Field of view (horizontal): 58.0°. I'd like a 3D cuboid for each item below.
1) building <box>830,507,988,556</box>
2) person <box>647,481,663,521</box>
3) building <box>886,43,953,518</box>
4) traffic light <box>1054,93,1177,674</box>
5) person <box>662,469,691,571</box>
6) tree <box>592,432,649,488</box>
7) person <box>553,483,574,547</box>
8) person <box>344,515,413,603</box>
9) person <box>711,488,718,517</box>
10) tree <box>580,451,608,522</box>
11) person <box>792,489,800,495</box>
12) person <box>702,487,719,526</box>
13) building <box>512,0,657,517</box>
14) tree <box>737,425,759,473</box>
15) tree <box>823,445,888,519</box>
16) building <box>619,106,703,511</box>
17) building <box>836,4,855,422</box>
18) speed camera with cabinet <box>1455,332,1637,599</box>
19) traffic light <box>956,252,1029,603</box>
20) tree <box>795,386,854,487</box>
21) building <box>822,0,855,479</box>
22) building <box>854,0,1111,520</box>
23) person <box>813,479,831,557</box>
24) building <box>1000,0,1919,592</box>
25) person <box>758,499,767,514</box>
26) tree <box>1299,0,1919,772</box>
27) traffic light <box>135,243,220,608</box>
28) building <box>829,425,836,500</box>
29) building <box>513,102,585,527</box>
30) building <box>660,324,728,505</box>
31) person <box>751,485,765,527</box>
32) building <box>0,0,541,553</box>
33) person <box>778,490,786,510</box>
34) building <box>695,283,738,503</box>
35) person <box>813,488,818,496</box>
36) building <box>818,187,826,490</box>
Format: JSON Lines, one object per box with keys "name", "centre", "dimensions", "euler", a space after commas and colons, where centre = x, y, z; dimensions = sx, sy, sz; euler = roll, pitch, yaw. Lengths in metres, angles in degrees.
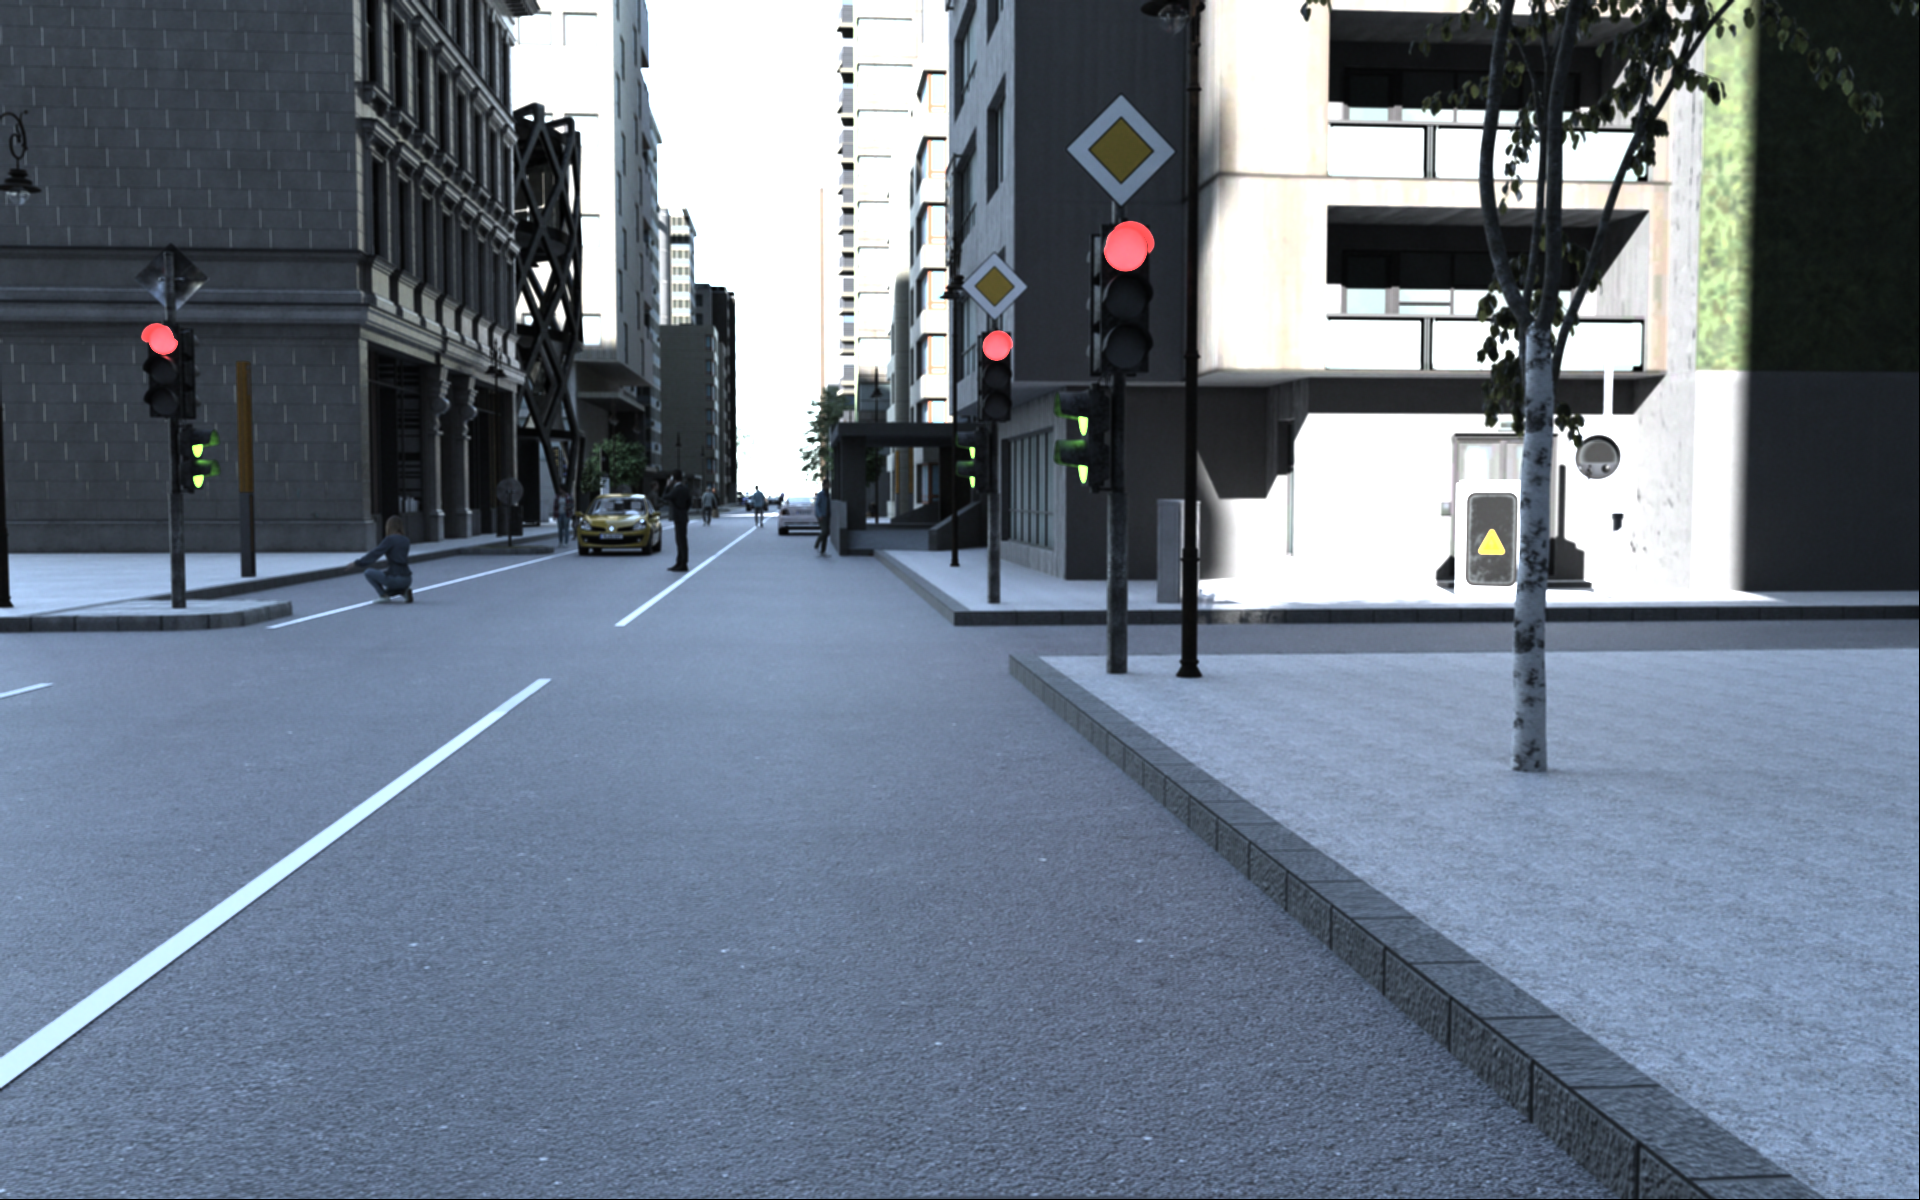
{"name": "building", "centre": [12.608, -21.747, 47.437], "dimensions": [32.217, 40.220, 23.993], "euler": [0, 4, -5]}
{"name": "person", "centre": [-7.830, -2.174, 44.601], "dimensions": [0.362, 1.759, 0.519], "euler": [-2, 4, -32]}
{"name": "building", "centre": [11.028, -14.517, 82.389], "dimensions": [27.650, 21.520, 28.899], "euler": [0, 4, -5]}
{"name": "traffic light", "centre": [1.107, -1.431, 12.317], "dimensions": [0.839, 4.253, 0.868], "euler": [0, 4, -5]}
{"name": "person", "centre": [-5.274, -1.488, 32.187], "dimensions": [0.474, 1.900, 0.648], "euler": [0, 4, 2]}
{"name": "tree", "centre": [-17.978, -6.570, 91.133], "dimensions": [4.285, 4.588, 4.351], "euler": [0, 3, 0]}
{"name": "person", "centre": [-10.733, -2.300, 46.939], "dimensions": [0.563, 1.720, 0.643], "euler": [0, 4, 5]}
{"name": "person", "centre": [-7.606, -0.538, 22.787], "dimensions": [0.738, 1.151, 1.012], "euler": [2, 4, 32]}
{"name": "person", "centre": [-15.704, -6.232, 110.524], "dimensions": [0.705, 1.807, 1.348], "euler": [1, 4, 14]}
{"name": "tree", "centre": [-16.727, -5.122, 78.350], "dimensions": [1.663, 3.219, 1.824], "euler": [0, 3, 0]}
{"name": "person", "centre": [-12.281, -7.421, 129.918], "dimensions": [1.350, 1.814, 0.705], "euler": [1, 4, 9]}
{"name": "person", "centre": [-11.297, -4.243, 78.364], "dimensions": [0.782, 1.767, 0.515], "euler": [-2, 4, -26]}
{"name": "building", "centre": [-33.382, -31.591, 105.744], "dimensions": [28.713, 52.752, 27.495], "euler": [0, 4, -5]}
{"name": "tree", "centre": [-32.942, -19.892, 250.986], "dimensions": [9.928, 11.665, 9.643], "euler": [0, 3, 0]}
{"name": "tree", "centre": [-5.370, -6.407, 88.467], "dimensions": [4.285, 4.588, 4.351], "euler": [0, 3, 0]}
{"name": "building", "centre": [-39.945, -28.372, 155.766], "dimensions": [32.217, 40.220, 23.993], "euler": [0, 4, -5]}
{"name": "building", "centre": [2.252, -28.804, 125.571], "dimensions": [22.147, 44.769, 28.867], "euler": [0, 4, -5]}
{"name": "speed camera with cabinet", "centre": [7.240, -1.657, 21.434], "dimensions": [2.038, 3.252, 0.660], "euler": [2, 4, 32]}
{"name": "traffic light", "centre": [0.379, -1.917, 20.269], "dimensions": [0.839, 4.253, 0.868], "euler": [0, 4, -5]}
{"name": "tree", "centre": [-13.315, -16.100, 181.367], "dimensions": [7.486, 12.596, 7.792], "euler": [0, 3, 0]}
{"name": "building", "centre": [-5.184, -40.296, 200.844], "dimensions": [21.231, 58.520, 28.212], "euler": [0, 4, -5]}
{"name": "building", "centre": [0.630, -25.713, 104.005], "dimensions": [14.154, 41.232, 14.086], "euler": [0, 4, -5]}
{"name": "person", "centre": [-3.145, -1.887, 39.701], "dimensions": [0.444, 1.785, 0.601], "euler": [2, 4, 35]}
{"name": "building", "centre": [7.239, -21.079, 28.236], "dimensions": [14.086, 41.232, 14.154], "euler": [0, 4, -5]}
{"name": "person", "centre": [-14.361, -7.051, 124.501], "dimensions": [0.721, 1.743, 1.217], "euler": [3, 5, 40]}
{"name": "tree", "centre": [2.884, -3.515, 7.832], "dimensions": [4.360, 8.622, 3.978], "euler": [0, 3, 0]}
{"name": "traffic light", "centre": [-8.793, -1.865, 19.417], "dimensions": [0.839, 4.253, 0.868], "euler": [0, 4, -5]}
{"name": "building", "centre": [-0.382, -51.468, 154.178], "dimensions": [22.319, 86.520, 31.000], "euler": [0, 4, -5]}
{"name": "building", "centre": [-23.296, -12.184, 66.663], "dimensions": [16.820, 18.784, 16.811], "euler": [0, 4, -5]}
{"name": "building", "centre": [-40.217, -21.133, 190.571], "dimensions": [27.650, 21.520, 28.899], "euler": [0, 4, -5]}
{"name": "person", "centre": [-8.822, -4.110, 75.566], "dimensions": [0.638, 1.841, 0.748], "euler": [0, 4, -8]}
{"name": "building", "centre": [-17.586, -11.468, 38.409], "dimensions": [10.553, 20.767, 40.483], "euler": [0, 4, -5]}
{"name": "person", "centre": [-16.157, -9.107, 157.272], "dimensions": [0.709, 1.838, 0.599], "euler": [-2, 4, -26]}
{"name": "building", "centre": [-37.775, -28.425, 236.452], "dimensions": [14.160, 30.474, 14.107], "euler": [0, 4, -5]}
{"name": "person", "centre": [-9.586, -6.537, 115.521], "dimensions": [0.705, 1.807, 1.348], "euler": [0, 4, 7]}
{"name": "building", "centre": [-13.091, -36.461, 246.244], "dimensions": [14.600, 45.320, 14.200], "euler": [0, 4, -5]}
